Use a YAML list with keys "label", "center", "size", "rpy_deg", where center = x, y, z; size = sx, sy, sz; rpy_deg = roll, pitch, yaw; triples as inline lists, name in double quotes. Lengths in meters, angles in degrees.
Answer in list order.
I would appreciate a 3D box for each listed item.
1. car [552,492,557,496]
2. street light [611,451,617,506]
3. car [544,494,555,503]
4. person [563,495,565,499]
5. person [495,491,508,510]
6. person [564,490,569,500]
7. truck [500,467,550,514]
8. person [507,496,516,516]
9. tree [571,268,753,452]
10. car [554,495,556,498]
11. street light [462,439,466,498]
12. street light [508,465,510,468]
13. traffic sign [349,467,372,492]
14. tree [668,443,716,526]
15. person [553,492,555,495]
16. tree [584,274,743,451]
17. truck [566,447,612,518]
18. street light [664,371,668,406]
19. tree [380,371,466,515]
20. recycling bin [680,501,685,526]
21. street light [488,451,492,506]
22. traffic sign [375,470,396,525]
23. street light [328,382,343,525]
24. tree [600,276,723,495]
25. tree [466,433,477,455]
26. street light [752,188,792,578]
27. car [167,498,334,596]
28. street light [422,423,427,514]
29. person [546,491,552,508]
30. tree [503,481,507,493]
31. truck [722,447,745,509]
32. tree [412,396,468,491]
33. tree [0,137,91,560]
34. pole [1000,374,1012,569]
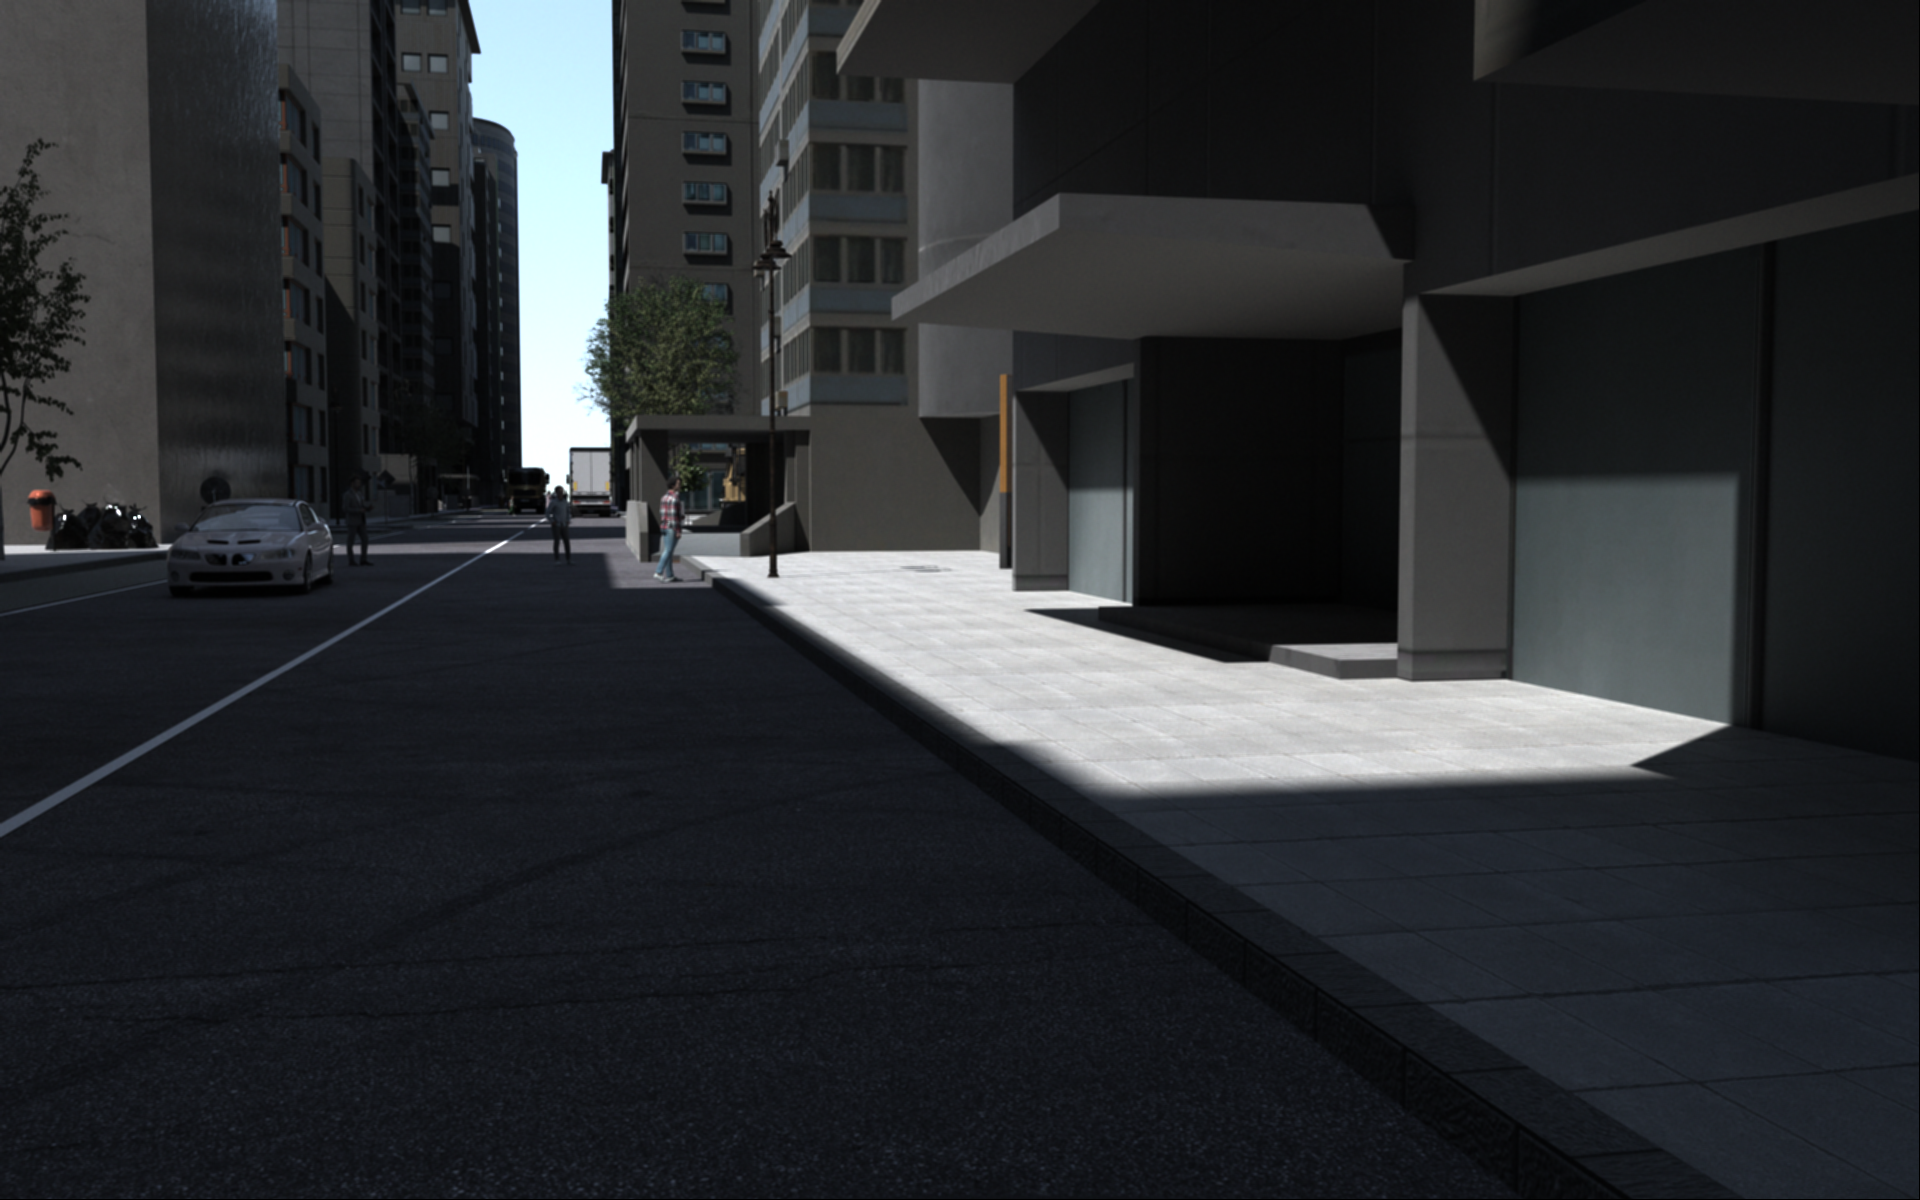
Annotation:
- label: "car"
  center: [-69.031, -17.612, 296.622]
  size: [2.281, 1.827, 5.304]
  rpy_deg: [-1, 4, -13]
- label: "street light"
  center: [-36.167, -12.807, 182.189]
  size: [0.468, 5.910, 1.993]
  rpy_deg: [-1, 4, -12]
- label: "car"
  center: [-39.056, -9.422, 163.829]
  size: [2.009, 1.686, 4.222]
  rpy_deg: [-1, 4, -12]
- label: "person"
  center: [-40.688, -10.177, 178.115]
  size: [0.599, 1.433, 0.991]
  rpy_deg: [-3, 4, -39]
- label: "person"
  center: [-41.404, -8.999, 156.369]
  size: [1.217, 1.736, 0.721]
  rpy_deg: [-1, 4, -9]
- label: "person"
  center: [-42.737, -10.958, 187.643]
  size: [1.348, 1.826, 0.705]
  rpy_deg: [3, 4, 38]
- label: "truck"
  center: [-31.978, -8.068, 127.833]
  size: [3.469, 3.379, 9.791]
  rpy_deg: [-1, 4, -12]
- label: "person"
  center: [-29.560, -6.198, 114.088]
  size: [0.590, 1.304, 0.306]
  rpy_deg: [0, 4, -2]
- label: "tree"
  center: [-16.182, -11.254, 94.374]
  size: [12.009, 13.543, 11.850]
  rpy_deg: [0, 3, 0]
- label: "car"
  center: [-44.752, -10.781, 188.844]
  size: [1.945, 1.354, 3.894]
  rpy_deg: [-1, 4, -11]
- label: "street light"
  center: [-41.752, -10.580, 145.767]
  size: [0.468, 5.910, 1.993]
  rpy_deg: [-1, 4, -12]
- label: "street light"
  center: [-59.222, -15.584, 227.586]
  size: [0.468, 5.910, 1.993]
  rpy_deg: [-1, 4, -12]
- label: "traffic sign"
  center: [-21.922, -3.653, 63.370]
  size: [0.795, 2.450, 0.064]
  rpy_deg: [-1, 4, -12]
- label: "tree"
  center: [-9.894, -4.175, 62.861]
  size: [1.663, 3.219, 1.824]
  rpy_deg: [0, 3, 0]
- label: "person"
  center: [-63.182, -15.876, 268.792]
  size: [1.217, 1.743, 0.721]
  rpy_deg: [2, 4, 27]
- label: "tree"
  center: [-13.814, -9.485, 80.843]
  size: [9.928, 11.665, 9.643]
  rpy_deg: [0, 3, 0]
- label: "truck"
  center: [-23.327, -7.352, 109.121]
  size: [2.839, 4.237, 11.283]
  rpy_deg: [-1, 4, -13]
- label: "street light"
  center: [-11.042, -5.655, 65.245]
  size: [0.468, 5.910, 1.993]
  rpy_deg: [-1, 4, -12]
- label: "tree"
  center: [-32.628, -9.379, 103.711]
  size: [4.360, 8.622, 3.978]
  rpy_deg: [0, 3, 0]
- label: "recycling bin"
  center: [-10.175, -2.970, 61.113]
  size: [0.722, 1.027, 0.722]
  rpy_deg: [-2, 4, -31]
- label: "street light"
  center: [-50.069, -12.969, 184.825]
  size: [0.468, 5.910, 1.993]
  rpy_deg: [-1, 4, -12]
- label: "traffic sign"
  center: [-23.595, -4.131, 71.178]
  size: [0.795, 2.450, 0.064]
  rpy_deg: [-1, 4, -12]
- label: "street light"
  center: [-25.686, -6.028, 71.344]
  size: [0.468, 5.910, 1.993]
  rpy_deg: [-1, 4, -12]
- label: "tree"
  center: [-9.657, -6.564, 57.689]
  size: [4.737, 8.622, 4.395]
  rpy_deg: [0, 3, 0]
- label: "tree"
  center: [-40.183, -11.297, 135.061]
  size: [4.360, 8.622, 3.978]
  rpy_deg: [0, 3, 0]
- label: "street light"
  center: [-2.876, -3.286, 26.514]
  size: [0.468, 5.910, 1.993]
  rpy_deg: [-1, 4, -12]
- label: "car"
  center: [-10.579, -0.837, 26.049]
  size: [2.083, 1.381, 4.827]
  rpy_deg: [-1, 4, -14]
- label: "street light"
  center: [-34.205, -8.433, 110.671]
  size: [0.468, 5.910, 1.993]
  rpy_deg: [-1, 4, -12]
- label: "person"
  center: [-37.105, -9.008, 156.443]
  size: [0.621, 1.740, 0.551]
  rpy_deg: [1, 4, 18]
- label: "tree"
  center: [-58.043, -13.741, 219.269]
  size: [1.663, 3.219, 1.824]
  rpy_deg: [0, 3, 0]
- label: "truck"
  center: [-5.707, -4.618, 71.425]
  size: [9.791, 3.379, 3.469]
  rpy_deg: [-1, 4, -11]
- label: "tree"
  center: [-39.139, -10.948, 129.366]
  size: [4.737, 8.622, 4.395]
  rpy_deg: [0, 3, 0]
- label: "tree"
  center: [-18.618, -5.068, 33.223]
  size: [4.737, 8.622, 4.395]
  rpy_deg: [0, 3, 0]
- label: "pole"
  center: [0.789, -2.189, 29.642]
  size: [0.158, 3.312, 0.155]
  rpy_deg: [0, 3, 0]
